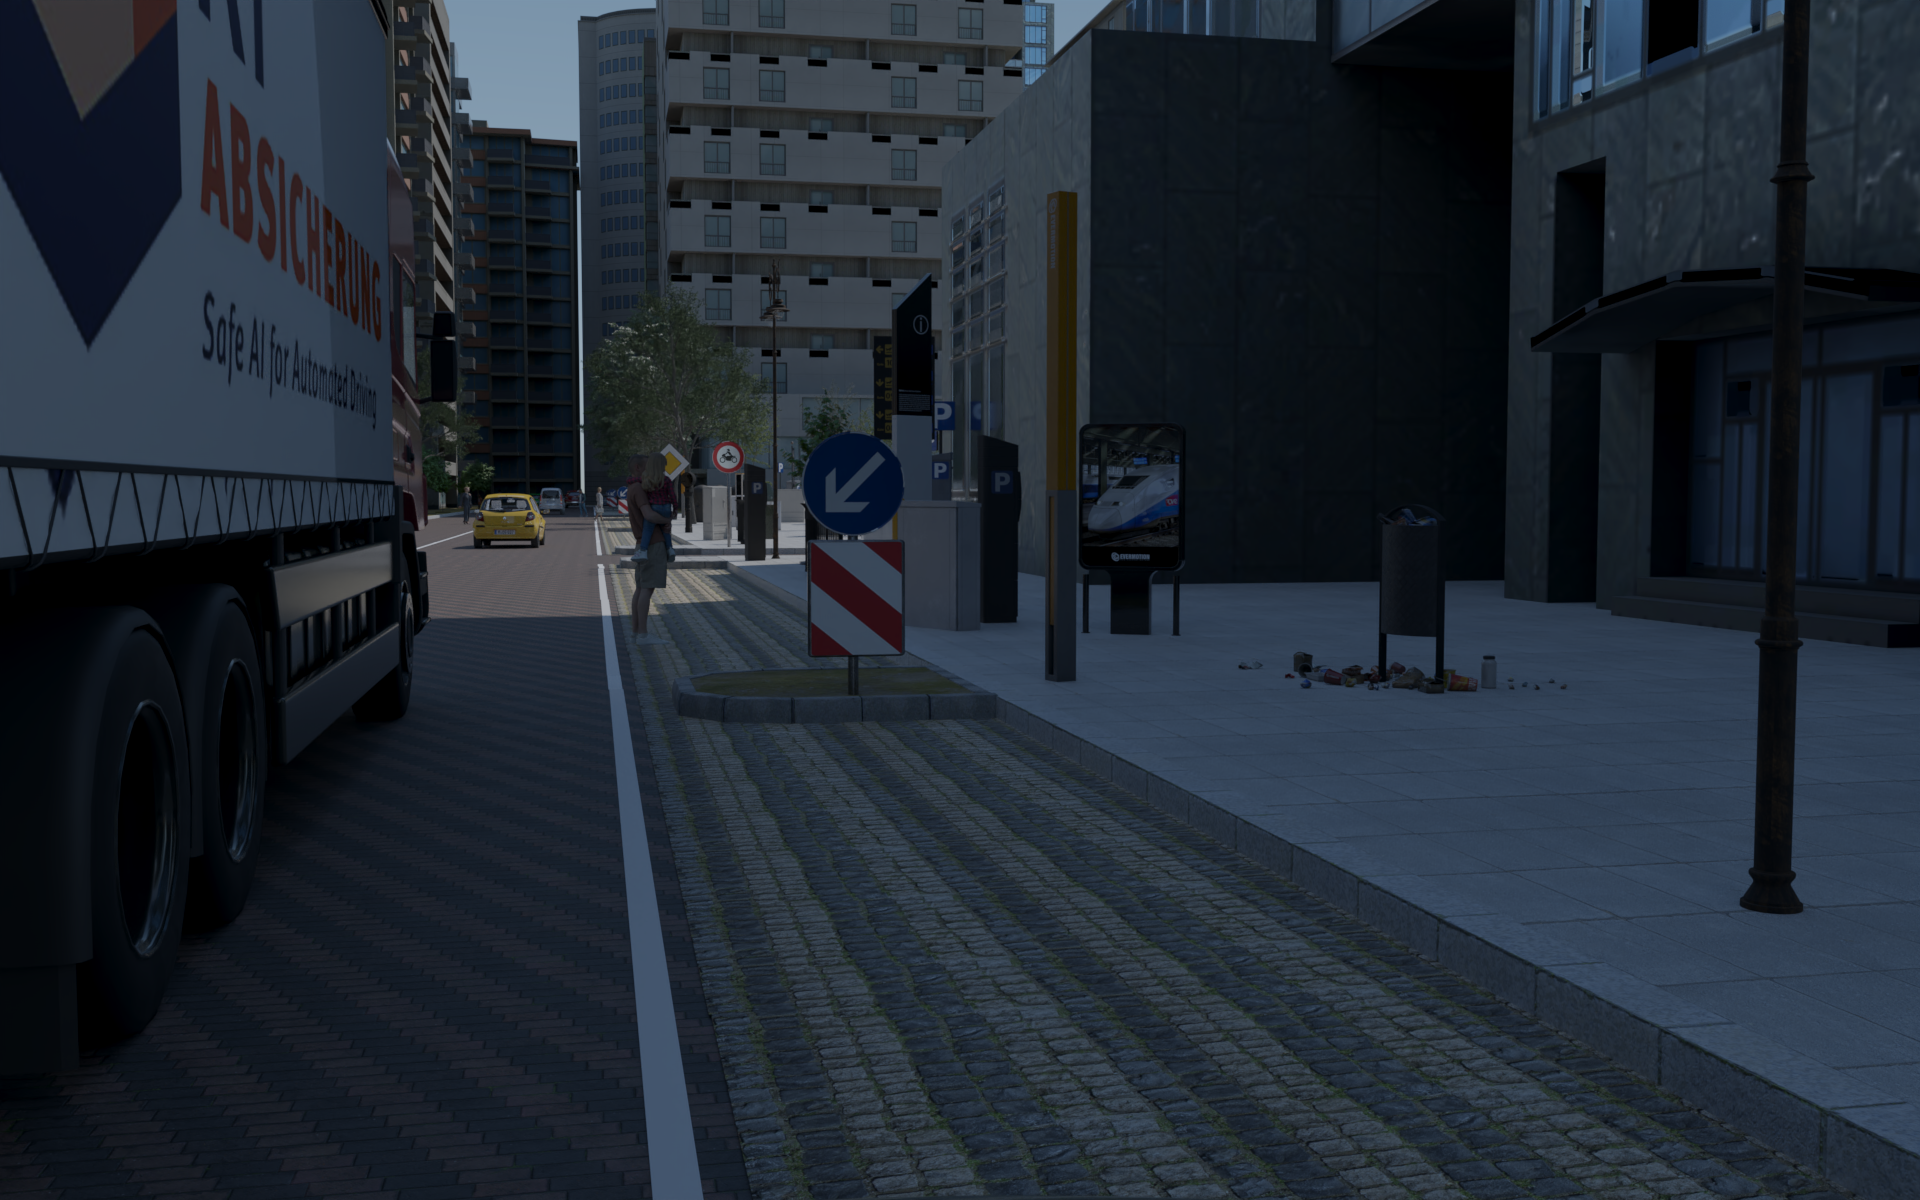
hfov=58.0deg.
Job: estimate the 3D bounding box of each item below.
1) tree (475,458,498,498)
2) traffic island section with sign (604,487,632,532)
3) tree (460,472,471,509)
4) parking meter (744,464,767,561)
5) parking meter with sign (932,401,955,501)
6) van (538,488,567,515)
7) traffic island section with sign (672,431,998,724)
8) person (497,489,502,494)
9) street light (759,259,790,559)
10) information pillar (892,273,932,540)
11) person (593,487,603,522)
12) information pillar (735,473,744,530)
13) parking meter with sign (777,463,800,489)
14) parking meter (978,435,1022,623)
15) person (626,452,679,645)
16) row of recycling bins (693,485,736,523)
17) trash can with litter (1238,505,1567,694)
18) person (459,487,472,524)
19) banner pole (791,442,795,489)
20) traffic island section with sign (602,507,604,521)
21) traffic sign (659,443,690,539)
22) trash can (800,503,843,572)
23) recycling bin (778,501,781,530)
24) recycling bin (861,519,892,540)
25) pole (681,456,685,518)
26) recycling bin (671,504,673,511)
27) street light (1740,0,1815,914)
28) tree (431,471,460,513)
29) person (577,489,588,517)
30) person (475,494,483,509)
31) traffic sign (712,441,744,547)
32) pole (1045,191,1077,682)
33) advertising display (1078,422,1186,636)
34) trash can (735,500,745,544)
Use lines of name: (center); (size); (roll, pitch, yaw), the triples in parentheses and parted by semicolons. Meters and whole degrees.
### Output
tree: (-43.716, -10.629, 157.494); (4.285, 4.588, 4.351); (0, 3, 0)
traffic island section with sign: (-12.453, -3.516, 66.107); (1.989, 1.847, 2.006); (-1, 4, -12)
tree: (-43.795, -9.666, 152.636); (1.663, 3.219, 1.824); (0, 3, 0)
parking meter: (-3.931, -1.689, 33.331); (0.399, 1.863, 0.255); (-2, 4, -27)
parking meter with sign: (-0.379, -2.172, 31.774); (0.543, 3.016, 1.738); (0, 4, 1)
van: (-28.535, -6.982, 121.161); (2.013, 2.044, 4.112); (-1, 4, -11)
traffic island section with sign: (-0.931, -0.189, 11.719); (1.989, 1.847, 2.006); (-1, 4, -12)
person: (-39.355, -8.536, 148.074); (1.348, 1.824, 0.705); (0, 4, -4)
street light: (-3.653, -3.755, 34.175); (0.468, 5.910, 1.993); (-1, 4, -12)
information pillar: (-0.495, -1.650, 18.331); (0.504, 3.616, 0.183); (-3, 5, -39)
person: (-18.742, -4.952, 89.825); (0.624, 1.780, 0.694); (-1, 4, -20)
information pillar: (-7.781, -3.496, 61.659); (0.304, 2.012, 0.304); (2, 4, 30)
parking meter with sign: (-9.245, -6.098, 95.970); (1.738, 3.016, 0.543); (2, 4, 25)
parking meter: (0.392, -0.708, 17.289); (0.399, 1.863, 0.255); (-1, 4, -17)
person: (-2.959, -0.491, 16.495); (0.580, 1.828, 0.573); (2, 4, 23)
row of recycling bins: (-10.559, -4.389, 78.871); (3.534, 1.692, 1.069); (-2, 4, -35)
trash can with litter: (2.890, -0.054, 11.948); (1.678, 1.210, 2.233); (-2, 4, -33)
person: (-23.438, -4.476, 82.098); (0.534, 1.772, 0.576); (1, 4, 12)
banner pole: (-7.952, -5.659, 82.549); (0.401, 3.779, 0.863); (-1, 4, -15)
traffic island section with sign: (-18.061, -5.128, 92.475); (1.989, 1.847, 2.006); (-1, 4, -12)
traffic sign: (-5.718, -1.866, 34.146); (0.795, 2.450, 0.064); (-1, 4, -12)
trash can: (-2.142, -0.957, 27.306); (0.748, 1.137, 0.748); (0, 3, 0)
recycling bin: (-6.724, -2.989, 61.426); (0.722, 1.027, 0.722); (-1, 4, -9)
recycling bin: (-1.612, -1.365, 34.880); (0.722, 1.027, 0.722); (-1, 4, -8)
pole: (-14.794, -6.033, 92.481); (0.158, 3.312, 0.155); (0, 3, 0)
recycling bin: (-15.984, -5.026, 94.723); (0.722, 1.027, 0.722); (-2, 4, -32)
street light: (2.517, -1.982, 5.194); (0.468, 5.910, 1.993); (-1, 4, -12)
tree: (-35.886, -7.667, 119.962); (1.663, 3.219, 1.824); (0, 3, 0)
person: (-23.803, -6.129, 109.052); (0.623, 1.781, 0.721); (1, 4, 20)
person: (-34.164, -6.812, 123.131); (0.557, 1.426, 1.065); (-3, 5, -43)
traffic sign: (-5.571, -2.544, 41.706); (0.768, 2.556, 0.104); (-1, 4, -9)
pole: (0.691, -1.099, 11.813); (0.158, 3.312, 0.155); (0, 3, 0)
advertising display: (1.564, -0.647, 15.791); (0.974, 1.923, 0.123); (1, 4, 20)
trash can: (-5.403, -2.002, 44.386); (0.748, 1.137, 0.748); (0, 3, 0)
